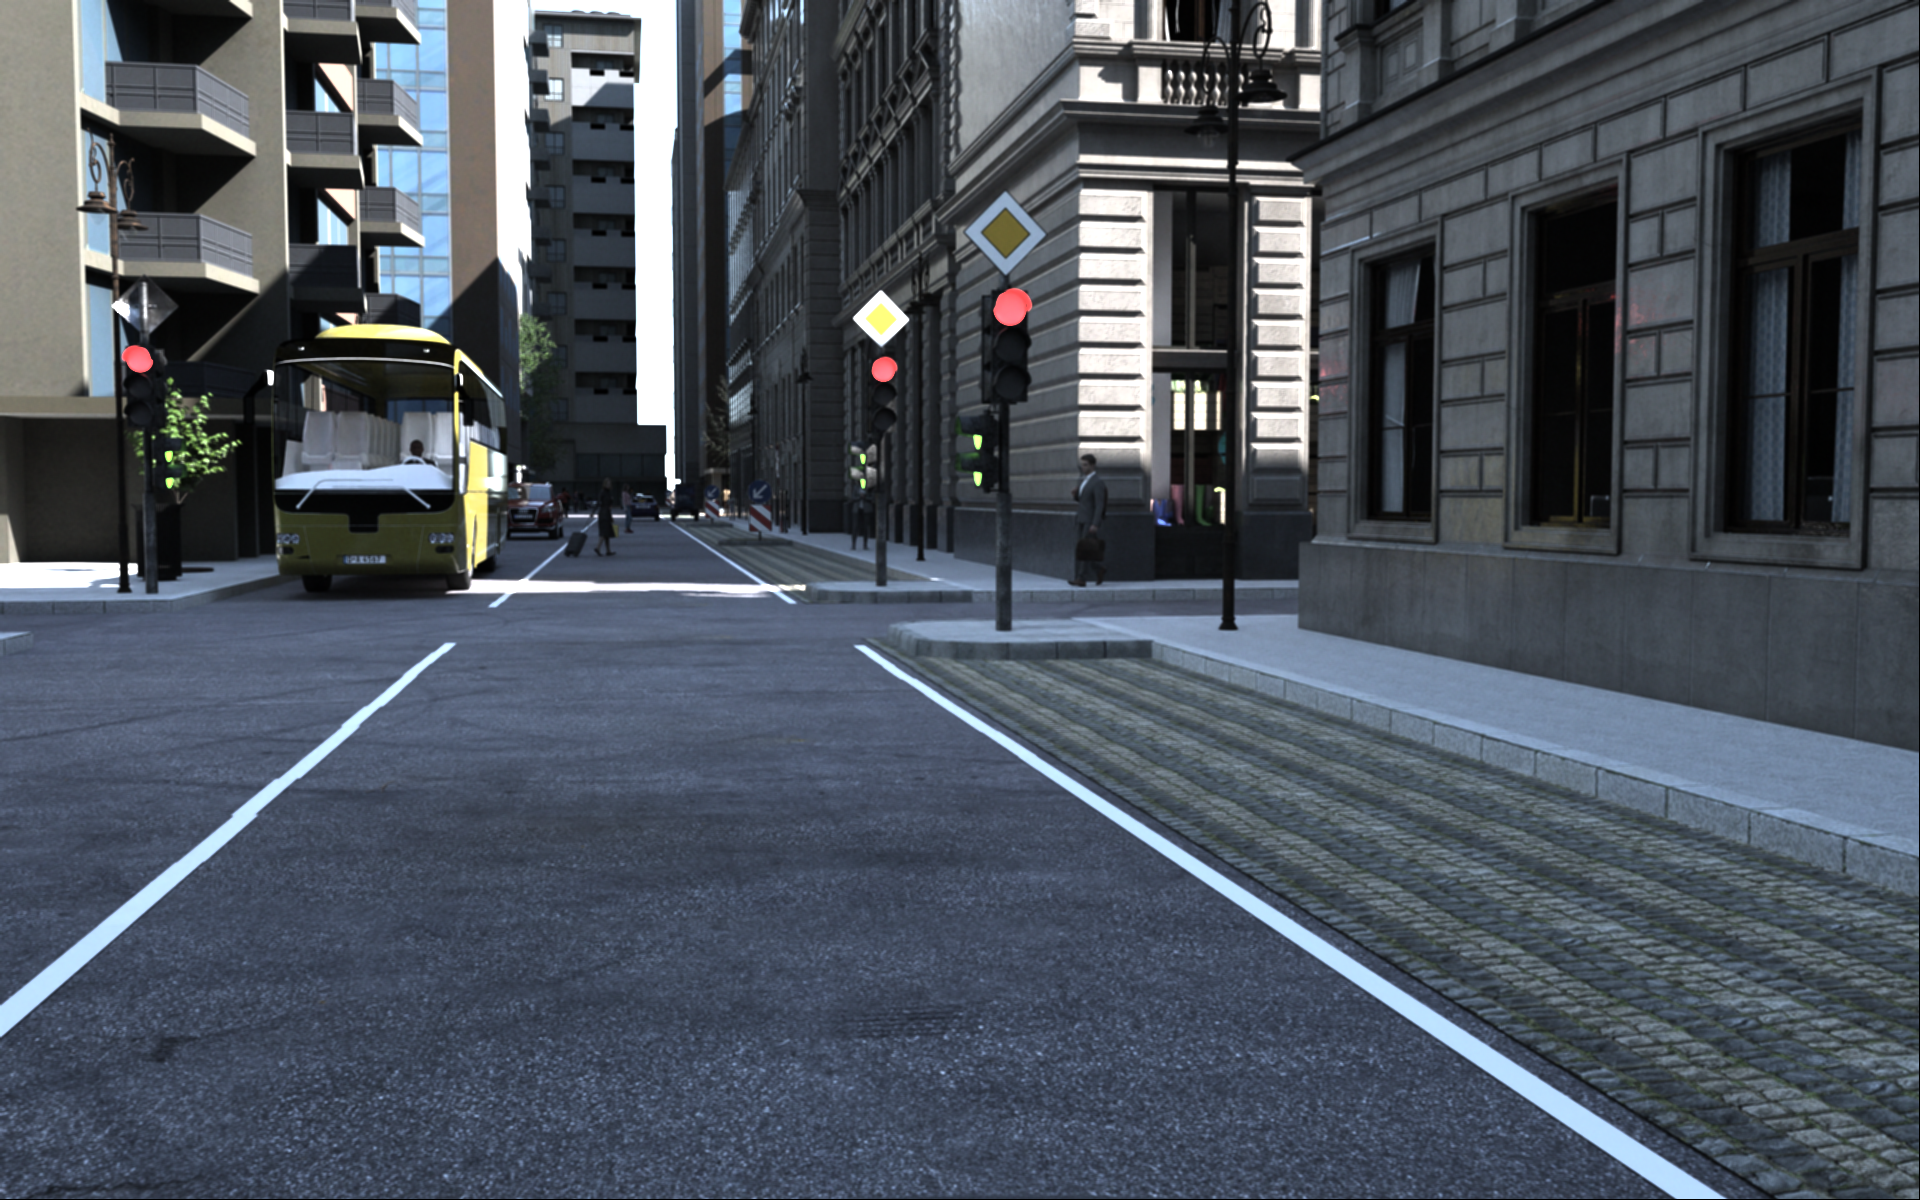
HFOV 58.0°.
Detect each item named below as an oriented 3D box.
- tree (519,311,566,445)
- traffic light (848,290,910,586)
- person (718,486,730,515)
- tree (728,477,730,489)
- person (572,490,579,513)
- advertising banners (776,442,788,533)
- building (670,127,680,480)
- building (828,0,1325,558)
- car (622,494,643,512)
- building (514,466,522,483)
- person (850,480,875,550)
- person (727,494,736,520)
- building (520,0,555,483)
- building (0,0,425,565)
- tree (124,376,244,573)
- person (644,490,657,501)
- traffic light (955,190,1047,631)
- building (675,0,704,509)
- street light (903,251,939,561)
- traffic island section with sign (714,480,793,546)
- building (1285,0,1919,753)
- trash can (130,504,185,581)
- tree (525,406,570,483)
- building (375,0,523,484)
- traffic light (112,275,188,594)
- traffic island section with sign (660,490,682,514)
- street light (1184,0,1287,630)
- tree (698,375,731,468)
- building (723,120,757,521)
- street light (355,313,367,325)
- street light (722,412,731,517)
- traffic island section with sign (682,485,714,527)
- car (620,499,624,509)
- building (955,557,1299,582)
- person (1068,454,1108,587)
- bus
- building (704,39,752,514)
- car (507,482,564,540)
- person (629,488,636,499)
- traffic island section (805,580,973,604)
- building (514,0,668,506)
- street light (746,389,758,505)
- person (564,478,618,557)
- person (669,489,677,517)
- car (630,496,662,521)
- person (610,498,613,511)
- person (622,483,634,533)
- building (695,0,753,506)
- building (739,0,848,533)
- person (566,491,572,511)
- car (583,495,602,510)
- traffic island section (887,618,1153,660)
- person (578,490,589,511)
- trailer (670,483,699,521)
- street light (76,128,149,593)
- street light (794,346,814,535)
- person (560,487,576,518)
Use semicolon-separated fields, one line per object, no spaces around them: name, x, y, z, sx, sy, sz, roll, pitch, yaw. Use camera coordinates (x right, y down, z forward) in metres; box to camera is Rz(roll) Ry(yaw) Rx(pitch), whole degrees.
tree;-24.448;-10.133;91.425;9.928;11.665;9.643;0;3;0
traffic light;-1.115;-2.146;24.015;0.839;4.253;0.868;-1;4;-11
person;-14.452;-6.171;107.035;1.348;1.812;0.705;-2;4;-30
tree;-12.821;-6.511;101.050;1.663;3.219;1.824;0;3;0
person;-29.595;-7.579;133.332;0.541;1.710;0.530;-3;4;-36
advertising banners;-5.892;-3.731;57.198;0.090;3.025;2.074;-1;4;-15
building;-24.082;-30.860;188.157;14.086;41.232;14.154;-1;4;-11
building;2.672;-13.342;47.021;11.050;23.489;19.941;-1;4;-11
car;-25.612;-7.734;136.670;2.015;1.641;3.980;-1;4;-13
building;-33.547;-25.533;101.057;14.154;41.232;14.086;-1;4;-11
person;-2.227;-2.049;39.720;0.537;1.800;0.526;1;4;11
person;-11.189;-4.568;85.001;0.425;1.301;0.394;-2;4;-32
building;-52.244;-32.717;154.533;30.456;49.044;23.786;-1;4;-11
building;-25.640;-23.703;42.167;22.147;44.769;28.867;-1;4;-11
tree;-13.013;-2.078;28.584;1.663;3.219;1.824;0;3;0
person;-23.170;-7.337;128.982;1.217;1.766;0.721;1;4;9
traffic light;0.392;-1.667;16.173;0.839;4.253;0.868;-1;4;-11
building;-15.494;-37.796;159.965;21.231;58.520;28.212;-1;4;-11
street light;-0.757;-3.693;33.165;0.468;5.910;1.993;-1;4;-11
traffic island section with sign;-5.757;-2.436;48.456;1.989;1.847;2.006;-1;4;-11
building;9.563;-8.767;7.962;10.561;19.102;19.286;-1;4;-11
trash can;-11.877;-0.858;25.674;0.748;1.137;0.748;0;3;0
tree;-34.133;-11.661;141.017;4.737;8.622;4.395;0;3;0
building;-27.400;-26.123;77.227;14.600;45.320;14.200;-1;4;-11
traffic light;-10.404;-2.037;22.219;0.839;4.253;0.868;-1;4;-11
traffic island section with sign;-20.466;-7.116;124.969;1.989;1.847;2.006;-1;4;-11
street light;2.539;-2.656;16.214;0.468;5.910;1.993;-1;4;-11
tree;-13.510;-9.433;104.597;4.360;8.622;3.978;0;3;0
building;-6.874;-14.752;90.342;9.793;20.994;18.267;-1;4;-11
street light;-14.970;-4.321;43.435;0.468;5.910;1.993;-1;4;-11
street light;-13.122;-7.627;97.495;0.468;5.910;1.993;-1;4;-11
traffic island section with sign;-10.919;-4.077;75.292;1.989;1.847;2.006;-1;4;-11
car;-31.389;-9.353;165.282;2.083;1.381;4.827;-1;4;-12
building;9.847;-12.360;30.958;19.941;23.489;11.050;-1;4;-11
person;1.812;-1.100;24.000;0.822;1.834;0.622;-3;4;-36
bus;-9.148;-2.279;28.812;2.896;3.916;12.252;-1;4;-12
building;-1.646;-26.295;121.804;32.217;40.220;23.993;-1;4;-11
car;-13.920;-2.890;55.930;2.281;1.827;5.304;-1;4;-10
person;-22.315;-6.705;117.761;1.348;1.869;0.705;-3;4;-36
traffic island section;-1.074;-0.113;24.136;2.009;0.180;2.903;-1;4;-11
building;-46.483;-36.741;189.949;27.495;52.752;28.713;-1;4;-11
street light;-9.126;-6.338;76.419;0.468;5.910;1.993;-1;4;-11
person;-8.497;-1.916;40.048;0.699;1.804;1.509;3;5;44
person;-17.892;-6.064;108.177;0.617;1.759;0.750;-1;4;-16
car;-16.958;-4.901;92.708;1.945;1.354;3.894;-1;4;-10
person;-29.081;-8.070;143.628;0.628;1.438;0.799;-1;4;-18
person;-12.196;-3.363;63.497;0.388;1.821;0.555;0;4;-1
building;-13.811;-29.892;138.848;14.600;45.320;14.200;-1;4;-11
building;-1.728;-16.626;69.095;12.463;27.353;25.104;-1;4;-11
person;-33.015;-8.372;146.201;0.721;1.723;1.217;1;4;9
car;-32.973;-8.773;156.016;1.945;1.354;3.894;-1;4;-11
traffic island section;0.434;0.366;16.294;2.009;0.180;2.903;-1;4;-11
person;-32.560;-8.592;148.985;1.348;1.822;0.705;-3;5;-45
trailer;-14.838;-5.264;93.118;1.471;1.999;3.904;-1;4;-12
street light;-10.880;-3.033;22.377;0.468;5.910;1.993;-1;4;-11
street light;-4.875;-4.980;54.217;0.468;5.910;1.993;-1;4;-11
person;-23.882;-5.883;104.617;1.348;1.831;0.705;1;4;11
